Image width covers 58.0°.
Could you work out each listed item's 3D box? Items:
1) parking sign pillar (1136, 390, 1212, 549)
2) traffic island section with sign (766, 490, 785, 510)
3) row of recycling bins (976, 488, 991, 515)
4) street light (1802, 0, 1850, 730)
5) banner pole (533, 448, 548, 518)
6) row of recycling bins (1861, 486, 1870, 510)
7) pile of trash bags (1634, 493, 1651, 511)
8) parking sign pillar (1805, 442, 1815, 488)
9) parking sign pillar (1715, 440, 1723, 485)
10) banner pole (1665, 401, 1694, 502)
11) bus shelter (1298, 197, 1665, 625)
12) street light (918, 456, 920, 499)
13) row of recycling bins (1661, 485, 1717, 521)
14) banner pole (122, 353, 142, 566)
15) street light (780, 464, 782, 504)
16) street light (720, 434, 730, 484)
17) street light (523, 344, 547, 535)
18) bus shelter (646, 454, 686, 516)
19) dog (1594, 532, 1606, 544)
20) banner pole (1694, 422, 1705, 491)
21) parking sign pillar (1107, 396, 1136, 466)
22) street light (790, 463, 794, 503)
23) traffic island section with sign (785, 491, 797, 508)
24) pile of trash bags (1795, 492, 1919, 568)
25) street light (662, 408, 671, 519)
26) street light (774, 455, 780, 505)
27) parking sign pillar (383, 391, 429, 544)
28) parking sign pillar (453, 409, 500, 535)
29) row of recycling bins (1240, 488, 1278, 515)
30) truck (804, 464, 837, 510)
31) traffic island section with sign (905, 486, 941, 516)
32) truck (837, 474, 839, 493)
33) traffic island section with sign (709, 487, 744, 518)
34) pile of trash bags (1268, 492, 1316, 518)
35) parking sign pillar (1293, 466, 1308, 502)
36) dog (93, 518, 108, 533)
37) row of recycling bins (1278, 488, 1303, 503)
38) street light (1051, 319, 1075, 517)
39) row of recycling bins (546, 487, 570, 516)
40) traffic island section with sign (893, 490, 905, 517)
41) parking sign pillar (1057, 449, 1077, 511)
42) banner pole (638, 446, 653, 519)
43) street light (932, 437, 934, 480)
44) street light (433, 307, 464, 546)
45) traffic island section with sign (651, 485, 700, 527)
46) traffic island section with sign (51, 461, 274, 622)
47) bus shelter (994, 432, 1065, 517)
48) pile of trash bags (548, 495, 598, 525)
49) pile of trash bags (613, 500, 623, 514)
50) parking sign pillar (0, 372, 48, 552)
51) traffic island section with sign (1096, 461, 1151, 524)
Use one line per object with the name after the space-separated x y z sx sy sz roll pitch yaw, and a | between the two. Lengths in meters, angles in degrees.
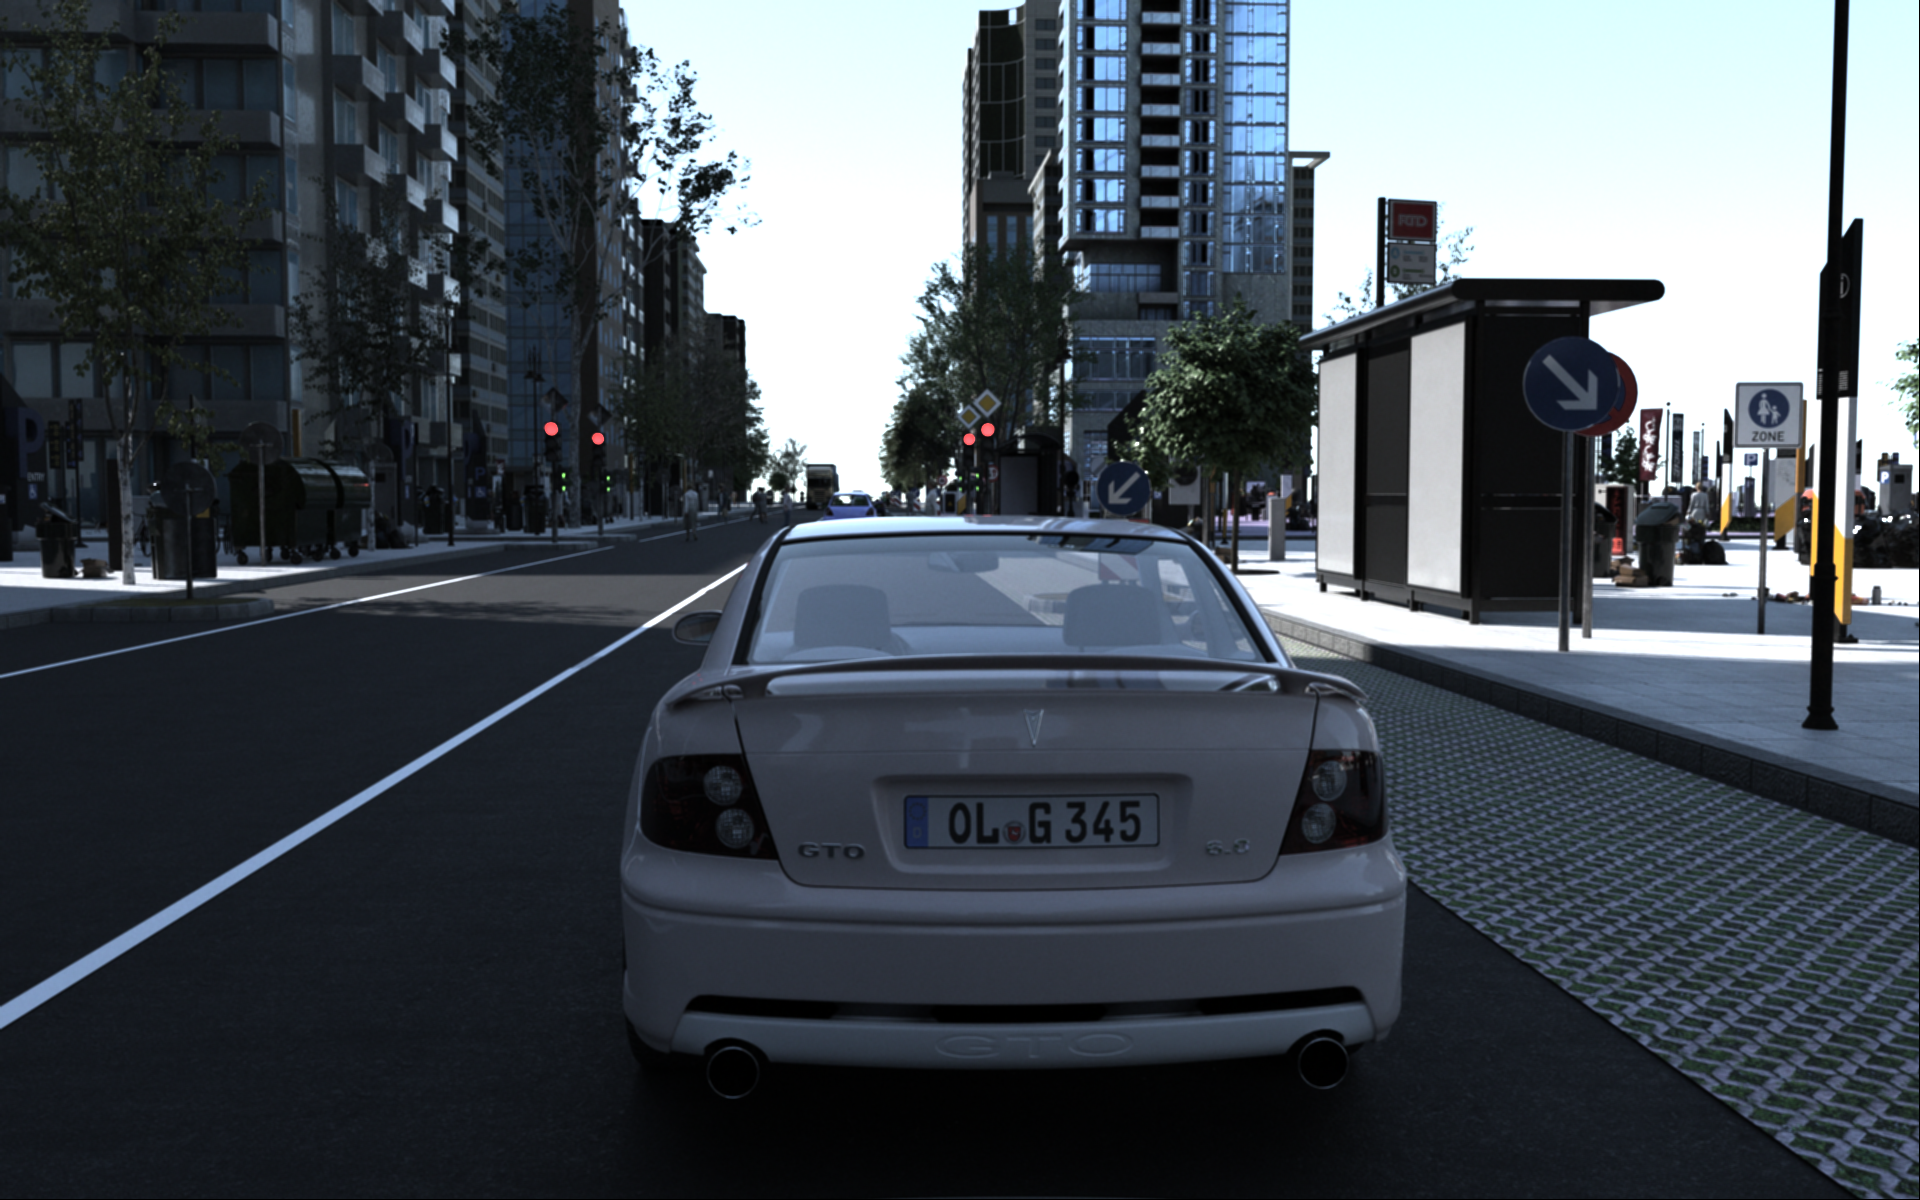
5.145 -3.167 40.260 1.447 3.967 1.447 -2 4 -26 | parking sign pillar
-16.719 -8.818 152.803 1.989 1.847 2.006 0 4 -3 | traffic island section with sign
1.673 -6.100 106.854 1.069 1.692 3.534 -1 4 -11 | row of recycling bins
4.715 -2.234 9.317 0.468 5.910 1.993 0 4 -3 | street light
-22.905 -6.390 94.499 0.863 3.779 0.401 -2 4 -28 | banner pole
42.550 -4.643 83.018 3.534 1.692 1.069 -3 4 -37 | row of recycling bins
43.543 -6.356 113.676 3.447 1.369 1.912 1 4 18 | pile of trash bags
34.164 -4.903 68.636 1.447 3.967 1.447 0 4 -4 | parking sign pillar
38.320 -6.040 87.232 1.447 3.967 1.447 2 4 27 | parking sign pillar
19.353 -3.487 47.033 0.863 3.779 0.401 -2 4 -28 | banner pole
5.592 -2.663 21.167 2.179 5.291 8.768 0 4 -3 | bus shelter
-4.001 -12.006 169.085 0.468 5.910 1.993 0 4 -3 | street light
35.313 -4.673 83.511 1.069 1.692 3.534 -2 4 -24 | row of recycling bins
-14.723 -2.488 30.696 0.401 3.779 0.863 -2 4 -34 | banner pole
-22.159 -14.705 213.221 0.468 5.910 1.993 0 4 -3 | street light
-17.495 -9.634 130.298 0.468 5.910 1.993 0 4 -3 | street light
-13.128 -4.942 53.592 0.468 5.910 1.993 0 4 -3 | street light
-17.532 -6.856 103.373 1.731 3.624 6.357 0 4 -3 | bus shelter
7.788 -0.479 22.203 0.513 0.831 0.800 -2 4 -25 | dog
25.758 -4.308 60.446 0.863 3.779 0.401 -3 4 -36 | banner pole
4.451 -3.480 45.369 1.447 3.967 1.447 -3 4 -39 | parking sign pillar
-24.178 -16.942 249.793 0.468 5.910 1.993 0 4 -3 | street light
-18.260 -10.500 180.302 1.989 1.847 2.006 0 4 -3 | traffic island section with sign
16.131 -1.325 31.421 1.912 1.369 3.447 0 4 1 | pile of trash bags
-15.255 -7.156 89.782 0.468 5.910 1.993 0 4 -3 | street light
-21.566 -14.017 201.969 0.468 5.910 1.993 0 4 -3 | street light
-14.654 -3.471 45.226 1.447 3.967 1.447 0 4 -3 | parking sign pillar
-15.247 -4.039 54.505 1.447 3.967 1.447 -2 4 -28 | parking sign pillar
18.621 -6.270 109.623 1.069 1.692 3.534 -1 4 -18 | row of recycling bins
-12.928 -10.569 161.713 2.839 4.237 11.283 0 4 -2 | truck
-1.330 -4.184 77.039 1.989 1.847 2.006 0 4 -3 | traffic island section with sign
-17.750 -14.938 233.141 2.839 4.237 11.283 0 4 -1 | truck
-13.938 -5.793 103.340 1.989 1.847 2.006 0 4 -3 | traffic island section with sign
18.104 -5.191 94.620 1.912 1.369 3.447 -3 4 -37 | pile of trash bags
23.184 -7.922 117.991 1.447 3.967 1.447 -1 4 -17 | parking sign pillar
-28.436 -2.485 57.468 0.540 0.507 0.406 -3 5 -41 | dog
20.720 -6.492 113.260 3.534 1.692 1.069 -1 4 -11 | row of recycling bins
2.721 -4.469 45.853 0.468 5.910 1.993 0 4 -3 | street light
-23.694 -5.795 101.858 3.534 1.692 1.069 -1 4 -9 | row of recycling bins
-2.834 -5.830 103.952 1.989 1.847 2.006 0 4 -3 | traffic island section with sign
6.113 -6.834 100.215 1.447 3.967 1.447 3 5 39 | parking sign pillar
-16.388 -6.122 90.106 0.863 3.779 0.401 1 4 14 | banner pole
-2.055 -9.756 132.302 0.468 5.910 1.993 0 4 -3 | street light
-12.608 -4.278 42.726 0.468 5.910 1.993 0 4 -3 | street light
-12.387 -4.096 75.596 1.989 1.847 2.006 0 4 -3 | traffic island section with sign
-9.270 -0.721 20.415 1.989 1.847 2.006 0 4 -3 | traffic island section with sign
2.295 -4.004 59.395 2.014 3.302 5.546 0 4 -3 | bus shelter
-15.923 -3.716 70.501 1.912 1.369 3.447 0 4 4 | pile of trash bags
-22.552 -6.072 109.033 3.447 1.369 1.912 -3 4 -38 | pile of trash bags
-21.164 -3.097 39.113 1.447 3.967 1.447 0 4 1 | parking sign pillar
1.805 -0.784 21.441 1.989 1.847 2.006 0 4 -3 | traffic island section with sign
